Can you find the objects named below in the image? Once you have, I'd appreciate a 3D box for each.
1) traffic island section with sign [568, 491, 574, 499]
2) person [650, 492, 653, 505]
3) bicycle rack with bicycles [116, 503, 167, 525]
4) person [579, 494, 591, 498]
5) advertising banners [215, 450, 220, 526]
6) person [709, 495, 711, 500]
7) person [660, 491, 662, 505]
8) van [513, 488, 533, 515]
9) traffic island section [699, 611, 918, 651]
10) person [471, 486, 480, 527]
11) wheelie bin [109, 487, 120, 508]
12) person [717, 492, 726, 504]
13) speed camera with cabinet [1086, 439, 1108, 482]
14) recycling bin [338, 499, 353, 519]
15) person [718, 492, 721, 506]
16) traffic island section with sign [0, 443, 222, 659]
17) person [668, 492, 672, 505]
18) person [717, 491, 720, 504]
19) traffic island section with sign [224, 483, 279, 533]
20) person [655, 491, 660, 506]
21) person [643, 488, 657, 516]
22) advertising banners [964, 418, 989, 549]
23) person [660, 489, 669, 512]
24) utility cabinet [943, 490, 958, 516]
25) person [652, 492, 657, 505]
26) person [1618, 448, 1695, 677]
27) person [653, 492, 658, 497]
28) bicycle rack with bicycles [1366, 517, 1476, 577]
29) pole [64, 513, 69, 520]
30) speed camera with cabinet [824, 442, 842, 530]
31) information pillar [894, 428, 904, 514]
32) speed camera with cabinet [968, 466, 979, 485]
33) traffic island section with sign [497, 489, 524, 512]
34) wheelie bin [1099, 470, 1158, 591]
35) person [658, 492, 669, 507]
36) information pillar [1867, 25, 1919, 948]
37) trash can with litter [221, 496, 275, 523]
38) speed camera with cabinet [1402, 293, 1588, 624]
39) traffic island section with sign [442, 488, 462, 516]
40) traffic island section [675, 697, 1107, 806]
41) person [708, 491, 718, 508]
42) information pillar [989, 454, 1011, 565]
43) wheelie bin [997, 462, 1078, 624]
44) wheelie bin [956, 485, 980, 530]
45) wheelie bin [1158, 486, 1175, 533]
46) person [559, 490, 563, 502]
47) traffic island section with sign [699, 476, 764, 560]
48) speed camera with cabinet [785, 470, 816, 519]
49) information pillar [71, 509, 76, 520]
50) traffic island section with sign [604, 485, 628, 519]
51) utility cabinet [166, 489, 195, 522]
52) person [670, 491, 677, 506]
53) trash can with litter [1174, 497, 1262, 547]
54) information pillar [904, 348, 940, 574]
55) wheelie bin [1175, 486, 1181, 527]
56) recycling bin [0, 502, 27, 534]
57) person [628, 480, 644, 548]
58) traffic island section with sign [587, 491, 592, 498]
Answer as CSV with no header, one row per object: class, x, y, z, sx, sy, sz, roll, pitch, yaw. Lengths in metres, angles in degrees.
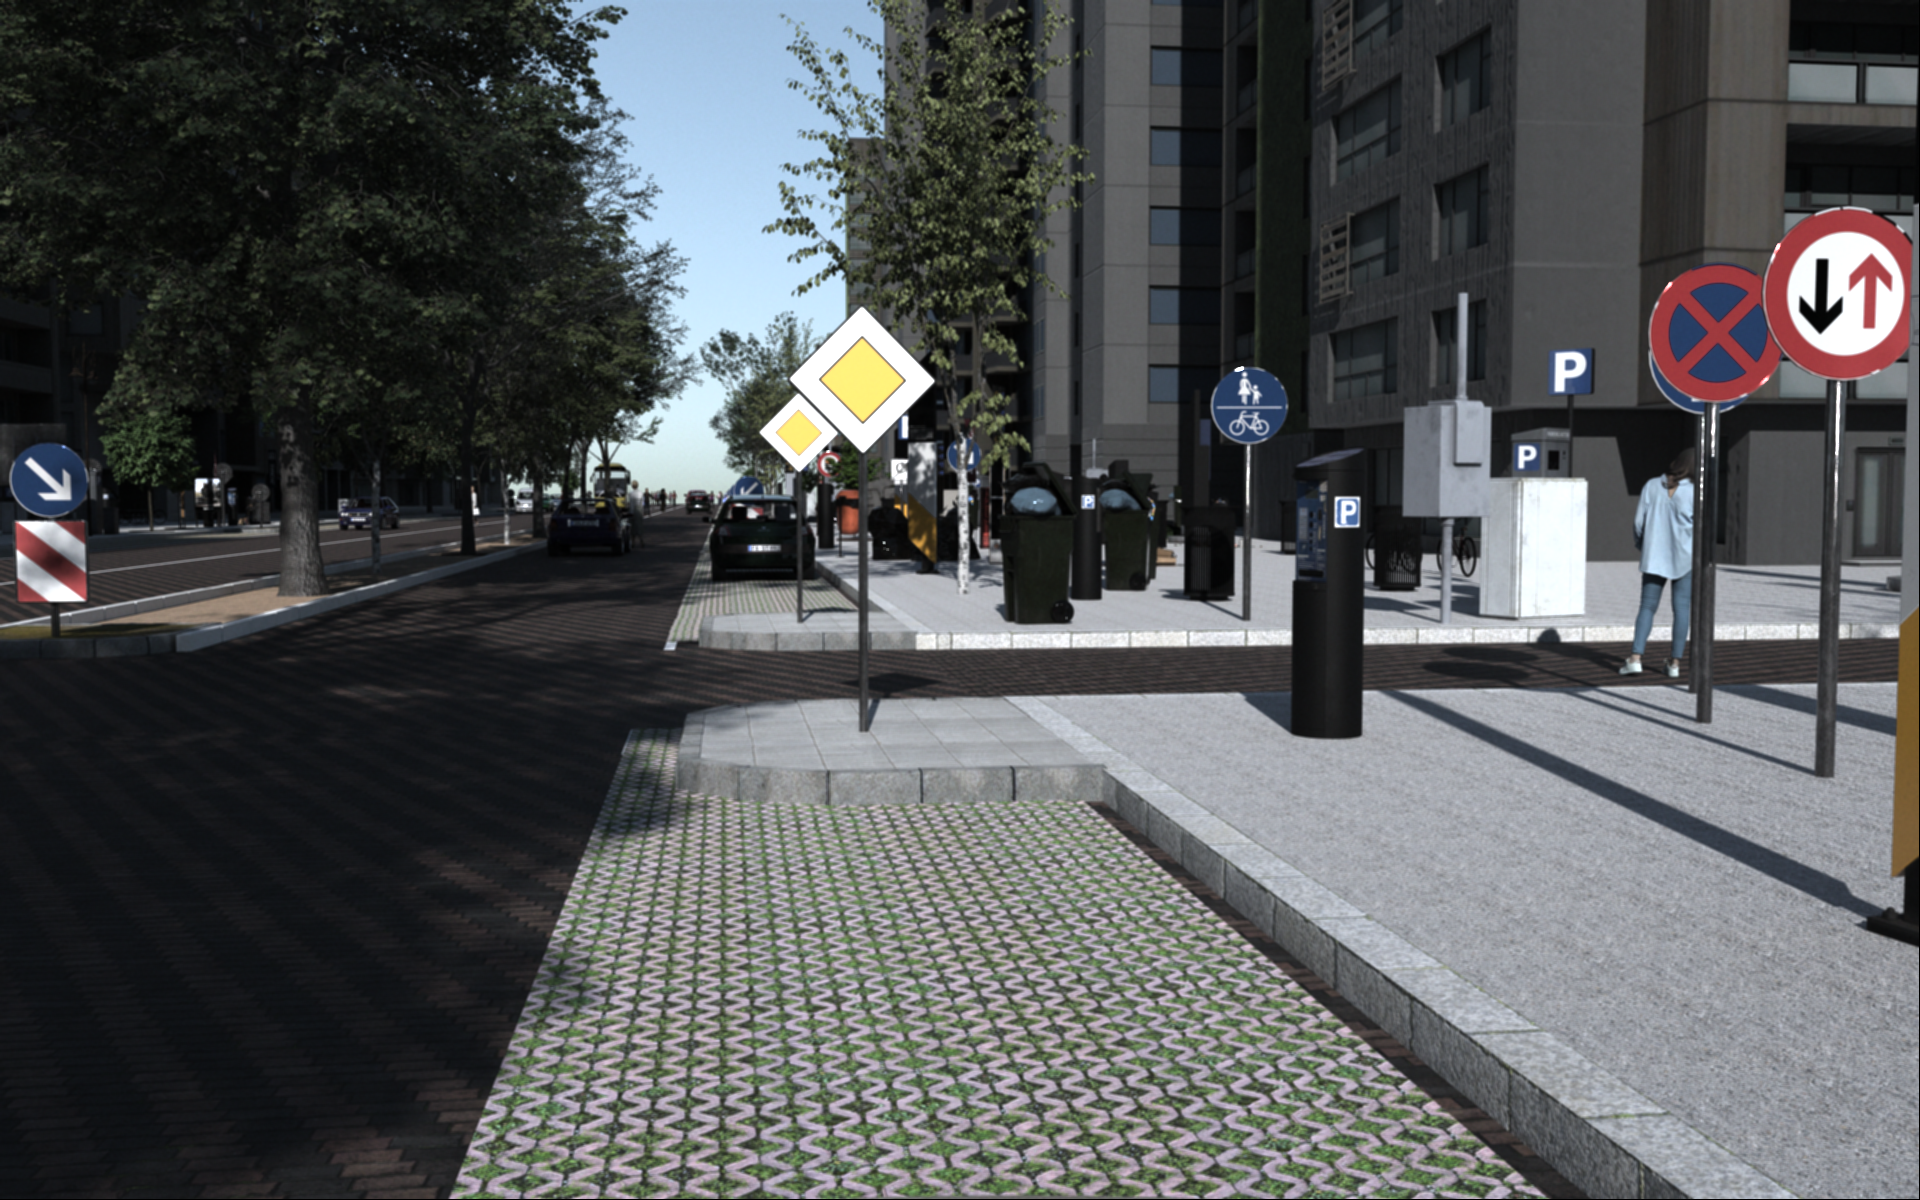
traffic island section with sign,-43.883,-11.437,195.626,1.989,1.847,2.006,0,4,-8
person,-40.605,-13.382,228.005,0.721,1.735,1.217,-1,4,-20
bicycle rack with bicycles,-34.844,-3.619,72.555,2.925,0.926,2.852,-2,4,-26
person,-32.041,-8.482,148.009,1.217,1.723,0.721,-1,4,-22
advertising banners,-29.623,-4.456,69.049,0.090,3.025,2.074,-1,4,-20
person,-26.801,-10.655,185.940,0.599,1.433,0.991,2,4,29
person,-24.532,-8.180,142.924,0.721,1.739,1.217,0,4,2
van,-30.554,-7.070,122.598,2.013,2.044,4.112,-1,4,-10
traffic island section,-1.576,0.306,17.285,2.009,0.180,2.903,0,4,-8
person,-21.134,-4.064,75.299,0.624,1.780,0.694,-2,4,-35
wheelie bin,-36.442,-4.062,74.326,0.693,1.594,0.980,-2,4,-33
person,-30.082,-12.765,217.925,1.217,1.735,0.721,0,4,-6
speed camera with cabinet,4.459,-4.110,61.542,0.660,3.252,2.038,3,5,44
recycling bin,-31.198,-4.631,88.273,0.722,1.027,0.722,3,5,43
person,-29.595,-12.477,213.430,0.436,1.711,0.756,-1,4,-16
traffic island section with sign,-8.176,-0.484,16.049,2.006,1.907,1.989,0,4,-8
person,-39.089,-13.729,233.648,1.217,1.739,0.721,2,4,32
person,-32.925,-14.010,237.707,1.348,1.807,0.705,3,5,45
traffic island section with sign,-26.038,-3.405,64.295,1.989,1.847,2.006,0,4,-8
person,-36.405,-12.262,208.964,0.705,1.826,1.348,1,4,18
person,-20.387,-6.381,112.845,1.348,1.821,0.705,-2,4,-32
advertising banners,0.628,-2.729,40.812,0.090,3.025,2.074,2,4,31
person,-23.278,-7.821,135.997,0.705,1.869,1.348,-3,5,-40
utility cabinet,-0.289,-4.925,89.208,1.173,1.500,0.318,3,4,36
person,-38.906,-12.966,221.181,1.217,1.739,0.721,0,4,-2
person,5.555,-0.297,13.623,0.793,1.790,0.793,0,4,-4
person,-41.177,-13.839,235.499,1.217,1.736,0.721,-2,4,-25
bicycle rack with bicycles,6.818,-0.890,27.933,2.852,0.926,2.925,0,4,1
pole,-44.768,-5.676,86.640,0.158,3.312,0.155,0,3,0
speed camera with cabinet,-4.248,-4.190,62.848,0.660,3.252,2.038,-2,4,-29
information pillar,-1.739,-3.749,52.645,0.504,3.616,0.183,0,4,5
speed camera with cabinet,0.468,-4.656,70.466,0.660,3.252,2.038,0,4,2
traffic island section with sign,-36.325,-8.036,140.017,1.989,1.847,2.006,0,4,-8
wheelie bin,2.222,-0.933,23.164,0.693,1.594,0.980,1,4,10
person,-31.637,-10.809,185.172,1.348,1.831,0.705,1,4,21
information pillar,2.816,-0.820,4.758,0.183,3.616,0.504,-1,4,-15
trash can with litter,-32.034,-4.072,77.642,2.233,1.210,1.678,1,4,18
speed camera with cabinet,5.466,-1.425,17.635,2.038,3.252,0.660,-2,4,-28
traffic island section with sign,-32.633,-6.377,112.889,1.989,1.847,2.006,0,4,-8
traffic island section,-0.500,0.790,9.372,2.009,0.180,2.903,0,4,-8
person,-24.578,-9.969,172.171,1.217,1.739,0.721,2,4,25
information pillar,0.725,-1.657,31.581,0.304,2.012,0.304,1,4,22
wheelie bin,0.759,-0.572,17.256,0.693,1.594,0.980,-1,4,-18
wheelie bin,0.288,-3.339,62.503,0.693,1.594,0.980,-3,4,-38
wheelie bin,2.598,-1.115,26.141,0.980,1.594,0.693,3,4,37
person,-35.293,-8.888,153.783,0.705,1.831,1.348,0,4,6
traffic island section with sign,-4.789,-1.821,38.405,1.989,1.847,2.006,0,4,-8
speed camera with cabinet,-8.010,-5.701,87.554,0.660,3.252,2.038,-2,4,-33
information pillar,-40.808,-4.611,79.877,0.304,2.012,0.304,-3,5,-42
traffic island section with sign,-18.304,-5.038,90.505,2.006,1.907,1.989,0,4,-8
utility cabinet,-35.892,-4.348,79.775,1.173,1.500,0.318,-2,4,-33
person,-33.546,-11.906,203.104,0.705,1.831,1.348,2,4,24
trash can with litter,6.172,-1.907,42.237,1.678,1.210,2.233,-2,4,-34
information pillar,-0.590,-2.228,27.776,0.504,3.616,0.183,2,4,25
wheelie bin,8.216,-3.447,64.272,0.980,1.594,0.693,0,4,0
recycling bin,-30.436,-2.640,55.720,0.722,1.027,0.722,-2,4,-30
person,-8.621,-2.294,46.241,0.478,1.798,0.641,-2,4,-31
traffic island section with sign,-47.512,-13.071,222.337,1.989,1.847,2.006,0,4,-8
